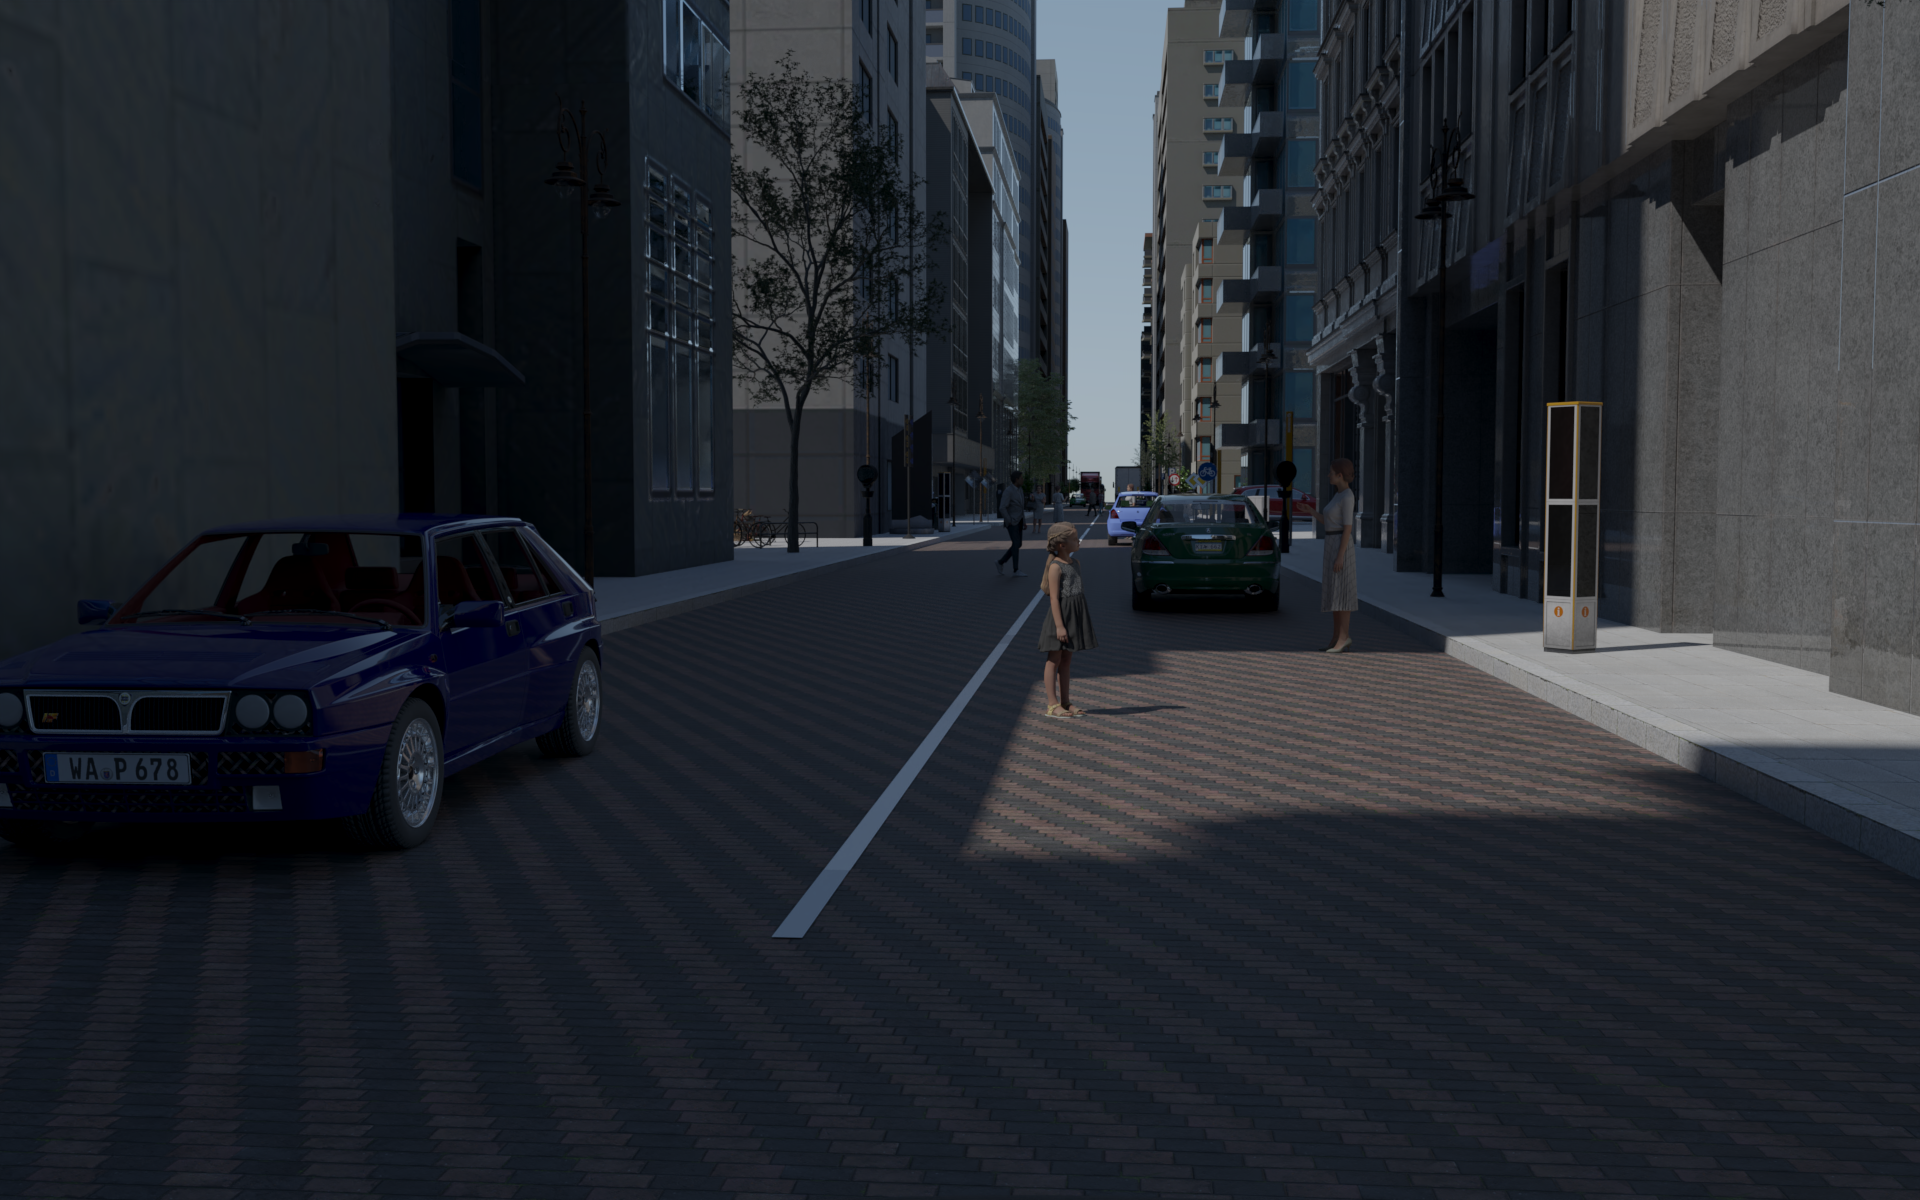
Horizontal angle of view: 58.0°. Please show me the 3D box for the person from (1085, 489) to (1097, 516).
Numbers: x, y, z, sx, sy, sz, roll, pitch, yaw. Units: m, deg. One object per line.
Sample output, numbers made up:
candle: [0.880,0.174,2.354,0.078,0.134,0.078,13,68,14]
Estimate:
person: [8.453,-6.276,111.512,0.834,1.777,0.661,2,4,34]

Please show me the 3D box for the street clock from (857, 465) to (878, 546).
street clock: [-2.271,-2.324,42.567,0.471,2.002,0.358,1,4,21]

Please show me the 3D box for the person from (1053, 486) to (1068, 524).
person: [3.774,-3.445,65.401,0.480,1.755,0.524,2,4,30]

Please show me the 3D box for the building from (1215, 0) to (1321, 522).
building: [28.322,-28.552,86.439,30.456,49.044,23.786,0,4,5]

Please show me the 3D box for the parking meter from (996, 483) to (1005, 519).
parking meter: [2.122,-5.200,90.738,0.399,1.863,0.255,2,4,28]

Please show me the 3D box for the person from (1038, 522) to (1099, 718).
person: [0.705,0.122,11.177,0.373,1.253,0.362,3,5,40]

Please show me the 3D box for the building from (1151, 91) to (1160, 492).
building: [38.599,-43.484,252.958,21.231,58.520,28.212,0,4,5]

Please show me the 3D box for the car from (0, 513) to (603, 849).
car: [-2.965,0.264,8.257,1.945,1.354,3.894,0,4,4]

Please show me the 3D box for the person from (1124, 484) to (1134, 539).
person: [5.311,-2.803,54.900,0.524,1.755,0.480,-2,4,-27]

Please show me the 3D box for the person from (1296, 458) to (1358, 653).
person: [3.349,-0.406,15.716,0.524,1.755,0.480,0,4,-3]

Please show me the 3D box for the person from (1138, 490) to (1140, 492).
person: [15.554,-8.662,150.463,0.374,1.781,0.599,1,4,14]

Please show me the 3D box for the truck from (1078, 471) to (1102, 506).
truck: [16.242,-13.898,216.150,2.839,4.237,11.283,0,4,5]

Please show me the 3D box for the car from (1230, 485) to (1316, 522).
car: [13.811,-3.981,73.770,5.304,1.827,2.281,0,4,6]

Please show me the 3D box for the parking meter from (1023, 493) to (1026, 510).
parking meter: [5.074,-7.873,137.126,0.372,1.533,0.369,0,3,0]

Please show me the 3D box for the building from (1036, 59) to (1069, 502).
building: [8.193,-52.138,290.713,20.563,71.187,20.611,0,4,5]

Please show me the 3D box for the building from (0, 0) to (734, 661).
building: [-14.884,-43.041,16.393,22.319,86.520,31.000,0,4,5]

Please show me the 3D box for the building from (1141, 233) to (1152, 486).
building: [40.736,-38.361,281.824,22.147,44.769,28.867,0,4,5]

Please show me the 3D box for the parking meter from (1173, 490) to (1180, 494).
parking meter: [12.842,-5.768,102.716,0.372,1.533,0.369,0,3,0]

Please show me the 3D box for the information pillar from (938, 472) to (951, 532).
information pillar: [-0.530,-3.290,58.284,0.304,2.012,0.304,-3,5,-43]

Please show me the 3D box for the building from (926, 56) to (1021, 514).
building: [-1.990,-21.237,124.711,11.434,29.767,29.804,0,4,5]

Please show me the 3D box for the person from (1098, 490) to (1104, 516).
person: [9.349,-6.452,114.827,0.643,1.720,0.563,-2,4,-24]

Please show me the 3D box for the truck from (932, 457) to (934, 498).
truck: [-9.880,-5.240,75.428,18.799,4.110,2.967,0,4,4]

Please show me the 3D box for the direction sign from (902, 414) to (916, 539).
direction sign: [-1.466,-3.525,49.625,0.379,3.537,0.876,1,4,14]

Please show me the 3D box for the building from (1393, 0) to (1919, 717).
building: [12.309,-12.210,17.658,12.078,24.808,19.932,0,4,5]

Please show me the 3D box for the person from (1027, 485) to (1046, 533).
person: [2.796,-3.352,63.667,0.716,1.782,0.532,0,4,4]

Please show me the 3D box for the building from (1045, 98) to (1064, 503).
building: [4.045,-43.473,252.776,21.231,58.520,28.212,0,4,5]

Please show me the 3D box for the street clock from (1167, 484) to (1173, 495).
street clock: [15.094,-7.305,124.006,0.471,2.002,0.358,3,4,38]

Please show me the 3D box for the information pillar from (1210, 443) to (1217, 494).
information pillar: [11.494,-5.340,78.667,0.183,3.616,0.504,-2,4,-24]

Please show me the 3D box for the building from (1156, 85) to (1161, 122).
building: [38.671,-38.095,212.084,28.713,52.752,27.495,0,4,5]

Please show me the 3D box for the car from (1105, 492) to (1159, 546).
car: [5.078,-2.425,49.245,1.945,1.707,3.694,0,4,6]

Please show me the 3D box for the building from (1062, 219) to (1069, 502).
building: [10.010,-38.152,273.899,14.600,45.320,14.200,0,4,5]

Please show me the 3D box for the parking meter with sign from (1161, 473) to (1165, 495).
parking meter with sign: [17.579,-9.003,143.458,1.738,3.016,0.543,-1,4,-20]

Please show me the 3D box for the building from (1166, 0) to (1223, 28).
building: [30.249,-33.212,166.717,21.300,48.544,21.600,0,4,5]

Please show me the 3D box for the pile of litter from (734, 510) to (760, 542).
pile of litter: [-6.060,-2.039,47.300,1.176,0.858,1.719,0,4,-6]

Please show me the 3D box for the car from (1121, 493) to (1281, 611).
car: [3.176,-0.673,22.799,2.131,1.459,4.920,0,4,6]

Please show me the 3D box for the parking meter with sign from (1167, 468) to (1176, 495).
parking meter with sign: [14.443,-7.267,115.074,0.543,3.016,1.738,-1,4,-21]

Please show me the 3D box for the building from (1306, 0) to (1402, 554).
building: [14.506,-12.046,47.856,10.553,20.767,40.483,0,4,5]

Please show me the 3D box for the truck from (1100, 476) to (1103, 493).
truck: [21.302,-17.536,275.632,2.839,4.237,11.283,0,4,3]

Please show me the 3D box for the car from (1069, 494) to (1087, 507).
car: [12.893,-11.065,189.709,1.959,1.807,4.718,0,4,5]

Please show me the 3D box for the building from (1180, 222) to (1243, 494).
building: [30.187,-17.030,123.475,27.650,21.520,28.899,0,4,5]

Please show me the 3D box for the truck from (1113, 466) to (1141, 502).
truck: [17.191,-11.575,178.159,2.839,4.237,11.283,0,4,4]

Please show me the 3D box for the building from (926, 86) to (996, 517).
building: [-6.167,-16.892,95.243,14.314,24.678,30.058,0,4,5]

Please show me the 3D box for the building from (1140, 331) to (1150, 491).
building: [38.645,-32.555,303.978,14.160,30.474,14.107,0,4,5]

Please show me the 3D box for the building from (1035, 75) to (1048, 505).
building: [-1.277,-34.853,193.555,21.300,48.544,21.600,0,4,5]

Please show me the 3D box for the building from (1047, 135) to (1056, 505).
building: [4.511,-34.350,211.735,14.600,45.320,14.200,0,4,5]

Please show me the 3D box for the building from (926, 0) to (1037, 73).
building: [-3.730,-38.319,168.510,21.231,58.520,28.212,0,4,5]

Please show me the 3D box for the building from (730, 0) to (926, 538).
building: [-12.296,-37.967,59.009,20.611,71.187,20.563,0,4,5]

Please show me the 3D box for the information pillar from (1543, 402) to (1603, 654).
information pillar: [4.943,-0.581,13.987,0.304,2.012,0.304,-2,4,-32]

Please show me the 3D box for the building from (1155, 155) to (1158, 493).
building: [32.325,-34.525,188.178,21.300,48.544,21.600,0,4,5]

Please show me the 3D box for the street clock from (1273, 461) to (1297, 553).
street clock: [7.041,-2.020,37.597,0.471,2.002,0.358,-1,4,-11]

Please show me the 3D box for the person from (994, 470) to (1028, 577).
person: [0.878,-1.337,30.210,0.795,1.843,0.661,2,4,34]
